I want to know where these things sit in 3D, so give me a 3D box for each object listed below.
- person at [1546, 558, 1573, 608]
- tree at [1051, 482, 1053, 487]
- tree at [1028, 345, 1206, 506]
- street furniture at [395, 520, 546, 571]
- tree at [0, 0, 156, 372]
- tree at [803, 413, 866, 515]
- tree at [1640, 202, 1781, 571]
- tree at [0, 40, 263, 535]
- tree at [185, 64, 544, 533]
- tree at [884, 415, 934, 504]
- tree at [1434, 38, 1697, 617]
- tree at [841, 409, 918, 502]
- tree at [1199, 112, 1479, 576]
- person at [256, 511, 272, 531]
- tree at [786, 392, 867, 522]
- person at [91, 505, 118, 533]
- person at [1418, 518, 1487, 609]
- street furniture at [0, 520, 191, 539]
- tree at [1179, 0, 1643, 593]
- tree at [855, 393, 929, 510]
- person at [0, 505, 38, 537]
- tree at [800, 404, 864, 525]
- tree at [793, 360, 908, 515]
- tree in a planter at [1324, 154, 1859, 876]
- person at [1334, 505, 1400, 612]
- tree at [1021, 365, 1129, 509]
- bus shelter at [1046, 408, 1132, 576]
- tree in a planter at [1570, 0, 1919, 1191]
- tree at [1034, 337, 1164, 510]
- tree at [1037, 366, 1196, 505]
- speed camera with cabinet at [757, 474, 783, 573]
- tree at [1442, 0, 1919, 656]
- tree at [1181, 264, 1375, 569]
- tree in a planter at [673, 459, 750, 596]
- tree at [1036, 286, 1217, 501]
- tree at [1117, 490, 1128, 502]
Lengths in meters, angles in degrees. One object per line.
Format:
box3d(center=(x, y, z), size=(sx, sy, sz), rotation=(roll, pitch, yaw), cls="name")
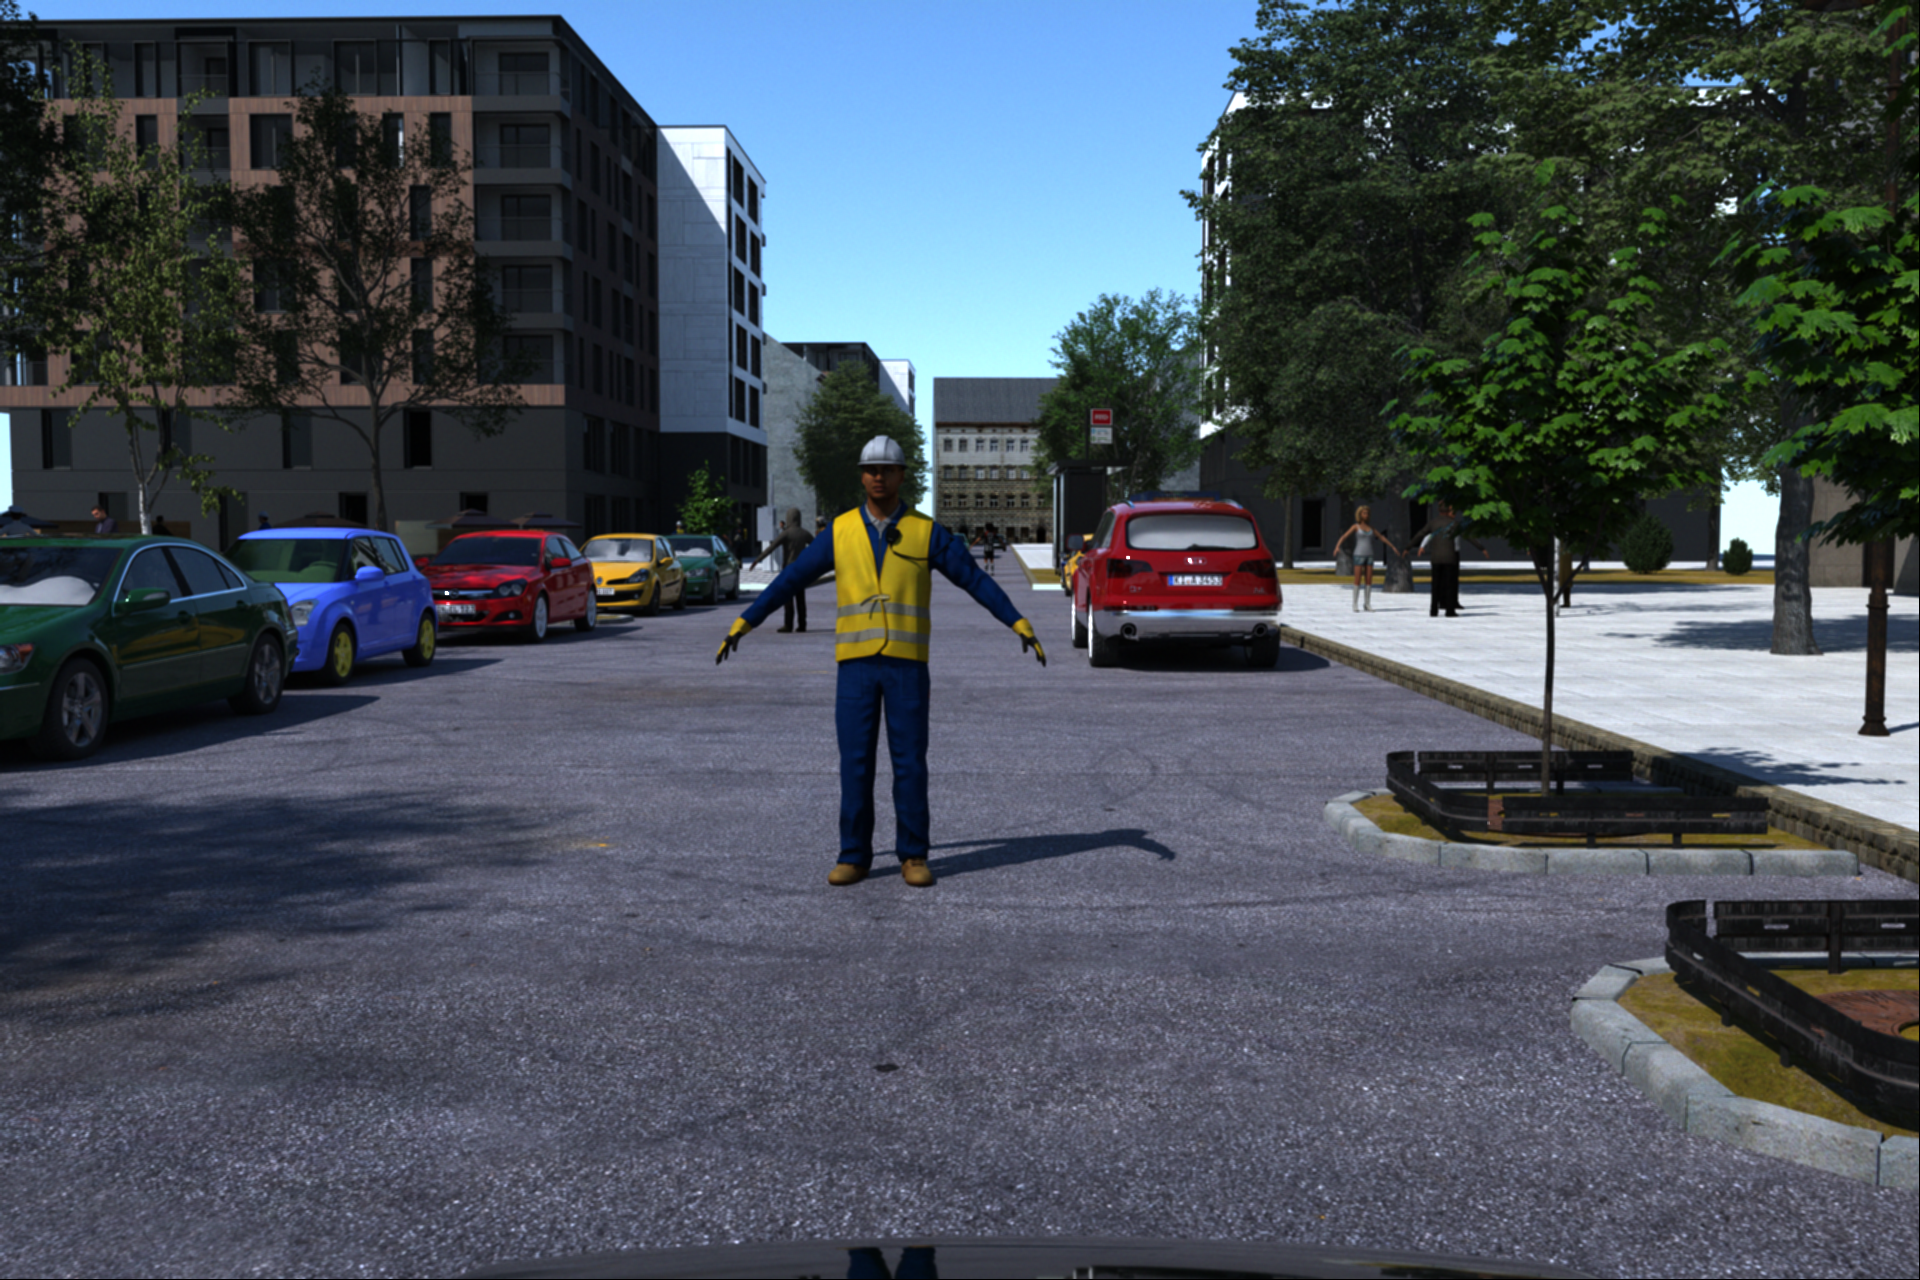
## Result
box3d(center=(10.406, -1.429, 30.135), size=(1.217, 1.736, 0.721), rotation=(-1, 4, -20), cls="person")
box3d(center=(9.523, -11.907, 145.048), size=(4.360, 8.622, 3.978), rotation=(0, 3, 0), cls="tree")
box3d(center=(7.482, -9.074, 82.779), size=(8.767, 10.594, 7.601), rotation=(0, 4, 2), cls="tree")
box3d(center=(-17.352, -3.165, 58.603), size=(9.812, 1.723, 11.010), rotation=(3, 5, 42), cls="street furniture")
box3d(center=(-12.510, -5.133, 18.329), size=(7.601, 10.594, 8.767), rotation=(-2, 4, -33), cls="tree")
box3d(center=(-6.937, -9.461, 105.056), size=(4.360, 8.622, 3.978), rotation=(0, 3, 0), cls="tree")
box3d(center=(26.498, -8.667, 59.830), size=(7.486, 12.596, 7.792), rotation=(0, 3, 0), cls="tree")
box3d(center=(-12.509, -4.644, 26.287), size=(4.737, 8.622, 4.395), rotation=(0, 3, 0), cls="tree")
box3d(center=(-12.162, -6.176, 35.384), size=(7.601, 10.594, 8.767), rotation=(-1, 4, -17), cls="tree")
box3d(center=(-6.143, -13.720, 150.082), size=(9.928, 11.665, 9.643), rotation=(0, 3, 0), cls="tree")
box3d(center=(9.092, -4.644, 26.296), size=(4.360, 8.622, 3.978), rotation=(0, 3, 0), cls="tree")
box3d(center=(-6.504, -11.624, 124.458), size=(7.601, 10.594, 8.767), rotation=(-1, 4, -8), cls="tree")
box3d(center=(11.828, -8.949, 52.972), size=(9.857, 13.997, 8.962), rotation=(0, 3, 0), cls="tree")
box3d(center=(-17.166, -2.250, 42.671), size=(0.705, 1.842, 1.347), rotation=(0, 4, 2), cls="person")
box3d(center=(-7.409, -8.530, 89.823), size=(4.360, 8.622, 3.978), rotation=(0, 3, 0), cls="tree")
box3d(center=(-14.137, -1.347, 28.511), size=(0.683, 1.767, 0.568), rotation=(2, 4, 32), cls="person")
box3d(center=(8.385, -1.434, 29.598), size=(1.344, 1.810, 0.704), rotation=(-1, 4, -17), cls="person")
box3d(center=(-29.853, -3.071, 57.057), size=(11.010, 1.723, 9.812), rotation=(3, 4, 36), cls="street furniture")
box3d(center=(9.668, -7.997, 37.414), size=(9.857, 13.997, 8.962), rotation=(0, 3, 0), cls="tree")
box3d(center=(-5.953, -13.560, 139.840), size=(7.486, 12.596, 7.792), rotation=(0, 3, 0), cls="tree")
box3d(center=(-16.311, -1.435, 29.929), size=(1.216, 1.778, 0.721), rotation=(-3, 5, -41), cls="person")
box3d(center=(-7.591, -9.061, 98.505), size=(4.360, 8.622, 3.978), rotation=(0, 3, 0), cls="tree")
box3d(center=(-7.350, -11.935, 113.258), size=(7.486, 12.596, 7.792), rotation=(0, 3, 0), cls="tree")
box3d(center=(2.805, -0.670, 8.184), size=(1.991, 3.239, 1.994), rotation=(0, 4, 2), cls="tree in a planter")
box3d(center=(6.683, -1.340, 28.524), size=(1.214, 1.753, 0.721), rotation=(-1, 4, -18), cls="person")
box3d(center=(7.960, -12.120, 116.292), size=(7.486, 12.596, 7.792), rotation=(0, 3, 0), cls="tree")
box3d(center=(3.784, -4.597, 52.794), size=(2.179, 5.291, 8.768), rotation=(0, 3, 0), cls="bus shelter")
box3d(center=(2.748, -0.445, 4.506), size=(1.991, 3.239, 1.994), rotation=(0, 4, 2), cls="tree in a planter")
box3d(center=(7.961, -11.139, 100.242), size=(7.486, 12.596, 7.792), rotation=(0, 3, 0), cls="tree")
box3d(center=(8.293, -9.638, 91.996), size=(8.767, 10.594, 7.601), rotation=(0, 4, 3), cls="tree")
box3d(center=(-6.363, -3.891, 57.956), size=(0.660, 3.252, 2.038), rotation=(0, 4, 3), cls="speed camera with cabinet")
box3d(center=(8.661, -6.094, 17.766), size=(7.486, 12.596, 7.792), rotation=(0, 3, 0), cls="tree")
box3d(center=(11.902, -8.388, 62.906), size=(9.928, 11.665, 9.643), rotation=(0, 3, 0), cls="tree")
box3d(center=(-6.066, -2.689, 41.189), size=(1.991, 3.239, 1.994), rotation=(0, 4, 1), cls="tree in a planter")
box3d(center=(7.102, -9.040, 73.566), size=(9.928, 11.665, 9.643), rotation=(0, 3, 0), cls="tree")
box3d(center=(23.874, -18.428, 235.704), size=(7.601, 10.594, 8.767), rotation=(0, 4, -2), cls="tree")
